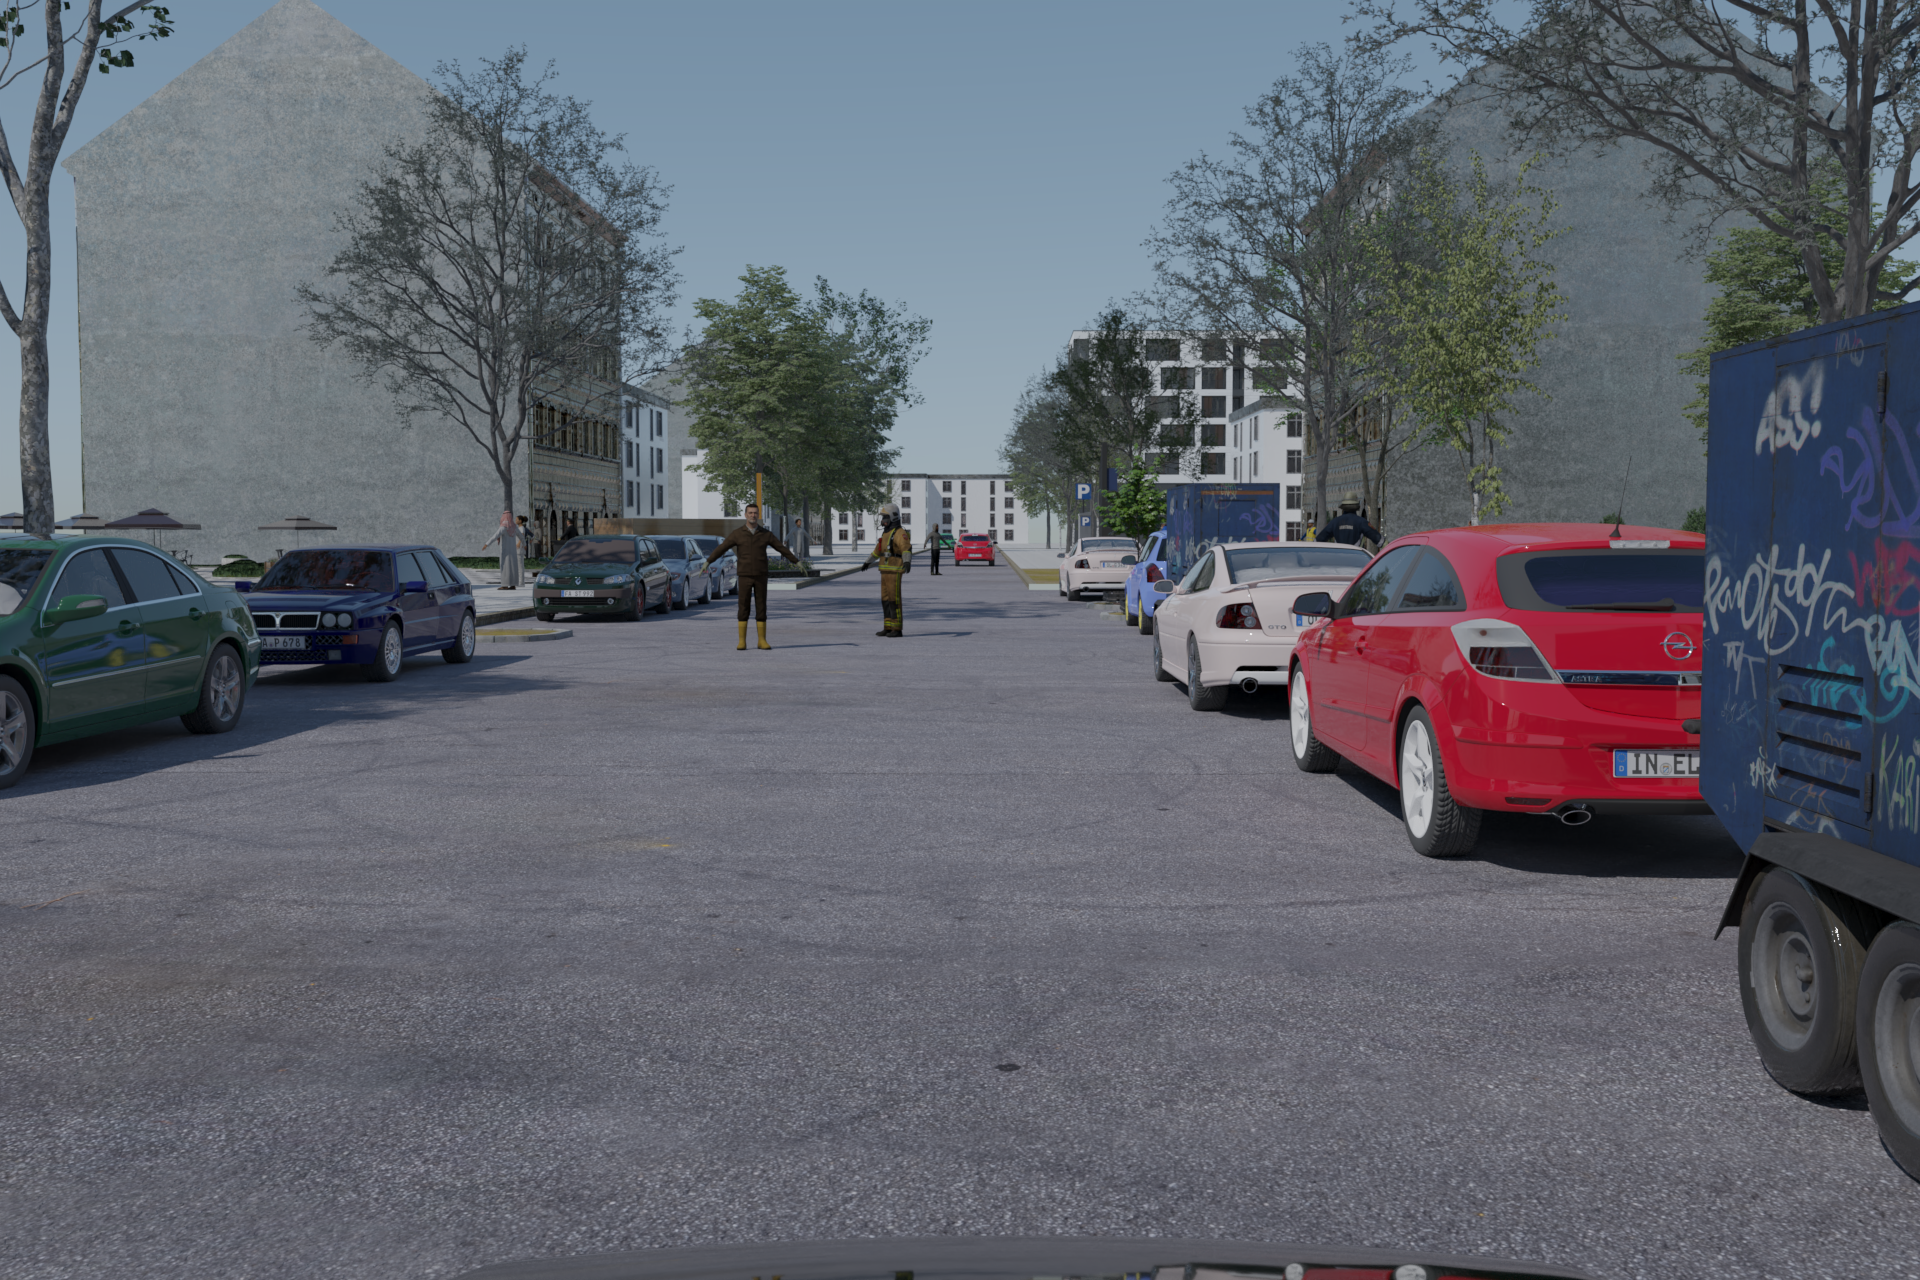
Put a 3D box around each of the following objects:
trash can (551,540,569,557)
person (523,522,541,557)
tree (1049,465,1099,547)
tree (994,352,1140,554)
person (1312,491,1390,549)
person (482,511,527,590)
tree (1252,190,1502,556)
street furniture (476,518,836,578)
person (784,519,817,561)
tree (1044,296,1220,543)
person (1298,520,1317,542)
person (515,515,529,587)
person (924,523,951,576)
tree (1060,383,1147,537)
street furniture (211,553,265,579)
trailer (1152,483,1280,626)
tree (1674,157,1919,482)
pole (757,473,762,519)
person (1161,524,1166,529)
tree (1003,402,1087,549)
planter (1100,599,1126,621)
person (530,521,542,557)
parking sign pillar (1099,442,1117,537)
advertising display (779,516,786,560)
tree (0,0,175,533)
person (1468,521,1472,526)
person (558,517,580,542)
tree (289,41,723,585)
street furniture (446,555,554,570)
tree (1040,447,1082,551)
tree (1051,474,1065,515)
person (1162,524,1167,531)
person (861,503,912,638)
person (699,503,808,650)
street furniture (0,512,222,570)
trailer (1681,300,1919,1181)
[{"bbox_3d":[-9.007,-1.720,39.767,0.748,1.137,0.748,0,3,0],"label":"trash can"},{"bbox_3d":[-17.247,-3.836,68.502,1.354,1.856,0.705,0,4,6],"label":"person"},{"bbox_3d":[7.962,-10.580,123.351,4.360,8.622,3.978,0,3,0],"label":"tree"},{"bbox_3d":[7.265,-12.458,114.053,12.009,13.543,11.850,0,3,0],"label":"tree"},{"bbox_3d":[5.199,-1.052,23.064,1.351,1.845,0.704,2,4,31],"label":"person"},{"bbox_3d":[-10.393,-2.055,39.740,0.704,1.811,1.347,2,4,30],"label":"person"},{"bbox_3d":[12.729,-7.810,53.443,9.928,11.665,9.643,0,3,0],"label":"tree"},{"bbox_3d":[-7.502,-2.719,51.306,9.812,1.723,11.010,3,5,43],"label":"street furniture"},{"bbox_3d":[-5.505,-3.247,59.270,1.347,1.806,0.705,-3,5,-40],"label":"person"},{"bbox_3d":[6.785,-8.194,68.387,7.601,10.594,8.767,1,4,14],"label":"tree"},{"bbox_3d":[13.280,-3.649,65.629,0.705,1.833,1.349,-2,4,-26],"label":"person"},{"bbox_3d":[-10.700,-2.142,41.785,0.721,1.739,1.217,-1,4,-20],"label":"person"},{"bbox_3d":[-0.830,-3.145,60.011,0.705,1.813,1.348,3,5,43],"label":"person"},{"bbox_3d":[6.327,-8.062,82.170,4.360,8.622,3.978,0,3,0],"label":"tree"},{"bbox_3d":[-20.030,-2.312,53.432,5.734,0.657,10.072,-2,4,-25],"label":"street furniture"},{"bbox_3d":[3.094,-0.869,21.259,1.471,1.999,3.904,0,4,0],"label":"trailer"},{"bbox_3d":[25.646,-8.237,52.803,7.486,12.596,7.792,0,3,0],"label":"tree"},{"bbox_3d":[-6.721,-3.928,58.068,0.158,3.312,0.155,0,3,0],"label":"pole"},{"bbox_3d":[8.585,-4.108,73.022,0.705,1.847,1.347,1,4,22],"label":"person"},{"bbox_3d":[7.136,-14.008,147.161,7.486,12.596,7.792,0,3,0],"label":"tree"},{"bbox_3d":[3.391,-0.505,29.396,1.991,0.319,1.994,0,4,2],"label":"planter"},{"bbox_3d":[-17.183,-3.925,70.299,0.705,1.813,1.348,-2,4,-28],"label":"person"},{"bbox_3d":[4.370,-3.848,51.385,1.447,3.967,1.447,0,4,1],"label":"parking sign pillar"},{"bbox_3d":[-6.309,-3.457,61.732,0.123,1.923,0.974,0,4,1],"label":"advertising display"},{"bbox_3d":[-13.246,-10.318,24.594,12.611,20.169,13.585,0,3,0],"label":"tree"},{"bbox_3d":[19.644,-3.694,66.669,1.348,1.796,0.705,-2,4,-33],"label":"person"},{"bbox_3d":[-13.020,-3.172,57.793,0.705,1.837,1.347,2,4,24],"label":"person"},{"bbox_3d":[-11.585,-8.173,43.995,12.009,13.543,11.850,0,3,0],"label":"tree"},{"bbox_3d":[-15.996,-2.912,63.235,10.072,0.657,5.734,0,4,-7],"label":"street furniture"},{"bbox_3d":[7.528,-11.097,131.790,4.360,8.622,3.978,0,3,0],"label":"tree"},{"bbox_3d":[16.542,-20.230,241.137,12.009,13.543,11.850,0,3,0],"label":"tree"},{"bbox_3d":[5.241,-2.246,42.705,0.704,1.831,1.345,3,4,37],"label":"person"},{"bbox_3d":[-0.976,-0.970,24.092,0.705,1.858,1.354,-2,4,-30],"label":"person"},{"bbox_3d":[-2.564,-0.786,21.441,1.346,1.812,0.704,-1,4,-15],"label":"person"},{"bbox_3d":[-33.059,-3.019,54.398,14.083,1.986,27.439,0,4,4],"label":"street furniture"},{"bbox_3d":[2.827,0.139,4.784,1.471,1.999,3.904,0,4,1],"label":"trailer"}]
